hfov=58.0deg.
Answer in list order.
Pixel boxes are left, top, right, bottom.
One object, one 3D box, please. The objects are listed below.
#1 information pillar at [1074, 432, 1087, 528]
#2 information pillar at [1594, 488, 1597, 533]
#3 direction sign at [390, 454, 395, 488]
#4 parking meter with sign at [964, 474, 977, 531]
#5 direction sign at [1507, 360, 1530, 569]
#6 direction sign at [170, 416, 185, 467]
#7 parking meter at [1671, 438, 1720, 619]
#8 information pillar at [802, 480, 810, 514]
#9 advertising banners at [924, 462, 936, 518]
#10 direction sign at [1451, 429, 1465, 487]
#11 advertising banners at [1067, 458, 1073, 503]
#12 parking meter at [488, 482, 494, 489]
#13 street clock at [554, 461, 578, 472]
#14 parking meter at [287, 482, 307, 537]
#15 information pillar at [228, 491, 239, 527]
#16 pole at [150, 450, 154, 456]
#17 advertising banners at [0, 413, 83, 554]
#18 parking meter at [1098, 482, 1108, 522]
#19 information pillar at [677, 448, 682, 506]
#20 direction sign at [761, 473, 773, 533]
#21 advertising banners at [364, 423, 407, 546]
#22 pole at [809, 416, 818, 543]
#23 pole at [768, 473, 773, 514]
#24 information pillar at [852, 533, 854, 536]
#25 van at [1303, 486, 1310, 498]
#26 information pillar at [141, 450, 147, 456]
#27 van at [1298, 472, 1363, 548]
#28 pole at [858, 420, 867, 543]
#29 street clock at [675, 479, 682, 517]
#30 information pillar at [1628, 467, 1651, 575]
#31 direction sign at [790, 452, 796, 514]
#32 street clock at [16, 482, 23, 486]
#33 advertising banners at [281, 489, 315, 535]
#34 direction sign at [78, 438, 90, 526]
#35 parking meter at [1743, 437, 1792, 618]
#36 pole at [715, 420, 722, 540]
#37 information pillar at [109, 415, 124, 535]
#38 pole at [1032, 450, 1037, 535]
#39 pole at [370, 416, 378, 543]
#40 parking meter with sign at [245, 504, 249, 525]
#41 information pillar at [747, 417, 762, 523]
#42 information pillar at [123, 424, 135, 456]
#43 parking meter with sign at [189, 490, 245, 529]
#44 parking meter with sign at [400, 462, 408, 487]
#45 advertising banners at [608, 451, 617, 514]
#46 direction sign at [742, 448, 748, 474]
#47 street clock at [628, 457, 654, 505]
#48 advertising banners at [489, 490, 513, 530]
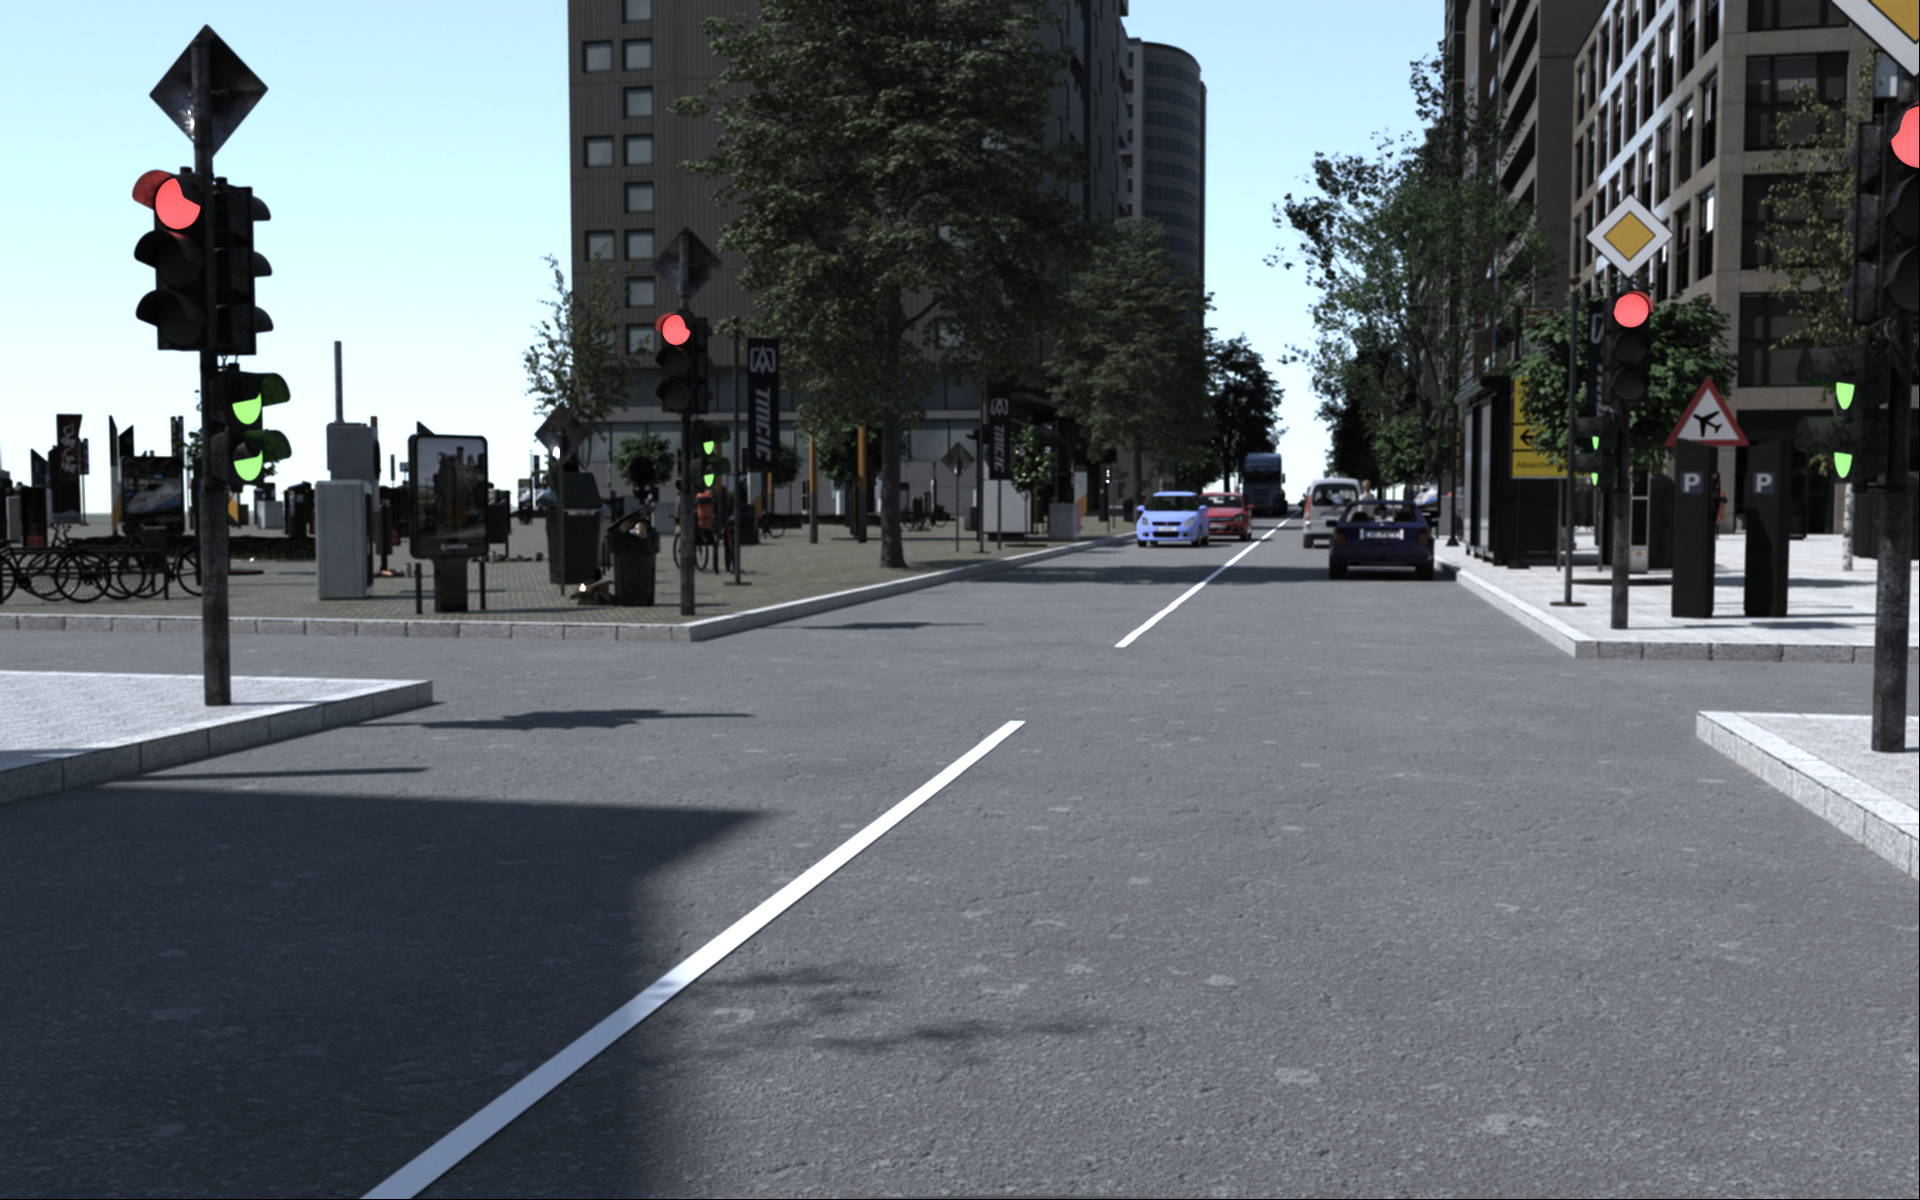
[{"bbox_3d":[4.493,-4.483,64.649,0.504,3.616,0.183,0,4,1],"label":"information pillar"},{"bbox_3d":[21.075,-3.207,56.919,0.304,2.012,0.304,-1,4,-11],"label":"information pillar"},{"bbox_3d":[-32.193,-6.505,98.353,0.379,3.537,0.876,-2,4,-31],"label":"direction sign"},{"bbox_3d":[0.914,-3.953,60.891,1.738,3.016,0.543,-3,5,-42],"label":"parking meter with sign"},{"bbox_3d":[9.594,-2.303,29.645,0.379,3.537,0.876,2,4,29],"label":"direction sign"},{"bbox_3d":[-22.684,-3.564,50.274,0.876,3.537,0.379,3,5,45],"label":"direction sign"},{"bbox_3d":[7.623,-0.748,17.936,0.399,1.863,0.255,3,5,42],"label":"parking meter"},{"bbox_3d":[-7.864,-5.137,88.474,0.304,2.012,0.304,2,4,34],"label":"information pillar"},{"bbox_3d":[-1.586,-5.977,93.908,0.090,3.025,2.074,1,4,17],"label":"advertising banners"},{"bbox_3d":[17.415,-4.159,59.995,0.876,3.537,0.379,3,5,40],"label":"direction sign"},{"bbox_3d":[5.429,-5.438,85.094,0.090,3.025,2.074,0,4,-2],"label":"advertising banners"},{"bbox_3d":[-22.692,-4.770,83.700,0.255,1.863,0.399,-3,5,-40],"label":"parking meter"},{"bbox_3d":[-8.736,-2.073,38.472,0.471,2.002,0.358,-2,4,-31],"label":"street clock"},{"bbox_3d":[-14.314,-1.774,37.413,0.372,1.533,0.369,0,3,0],"label":"parking meter"},{"bbox_3d":[-28.065,-4.619,66.879,0.504,3.616,0.183,1,4,22],"label":"information pillar"},{"bbox_3d":[-37.449,-5.292,80.363,0.158,3.312,0.155,0,3,0],"label":"pole"},{"bbox_3d":[-20.069,-2.523,37.438,2.074,3.025,0.090,-1,4,-20],"label":"advertising banners"},{"bbox_3d":[6.666,-4.580,80.595,0.399,1.863,0.255,3,5,40],"label":"parking meter"},{"bbox_3d":[-14.051,-5.887,87.612,0.504,3.616,0.183,1,4,9],"label":"information pillar"},{"bbox_3d":[-6.400,-3.991,57.255,0.876,3.537,0.379,0,4,0],"label":"direction sign"},{"bbox_3d":[-14.115,-2.859,42.927,2.074,3.025,0.090,-1,4,-21],"label":"advertising banners"},{"bbox_3d":[-3.812,-3.131,45.038,0.158,3.312,0.155,0,3,0],"label":"pole"},{"bbox_3d":[-8.752,-5.266,79.937,0.158,3.312,0.155,0,3,0],"label":"pole"},{"bbox_3d":[-3.222,-3.778,53.127,0.183,3.616,0.504,0,4,-3],"label":"information pillar"},{"bbox_3d":[28.466,-8.160,137.803,2.240,2.365,5.245,1,4,10],"label":"van"},{"bbox_3d":[-43.344,-6.158,92.038,0.504,3.616,0.183,2,4,29],"label":"information pillar"},{"bbox_3d":[10.187,-2.448,47.036,2.013,2.044,4.112,1,4,12],"label":"van"},{"bbox_3d":[-2.558,-3.151,45.363,0.158,3.312,0.155,0,3,0],"label":"pole"},{"bbox_3d":[-13.819,-4.958,85.633,0.471,2.002,0.358,2,4,33],"label":"street clock"},{"bbox_3d":[10.853,-1.420,27.717,0.304,2.012,0.304,1,4,12],"label":"information pillar"},{"bbox_3d":[-9.201,-6.239,94.006,0.876,3.537,0.379,3,5,44],"label":"direction sign"},{"bbox_3d":[-55.275,-5.949,101.834,0.471,2.002,0.358,3,5,44],"label":"street clock"},{"bbox_3d":[-20.532,-3.607,55.158,2.074,3.025,0.090,-2,4,-32],"label":"advertising banners"},{"bbox_3d":[-35.617,-4.792,70.347,0.876,3.537,0.379,2,4,33],"label":"direction sign"},{"bbox_3d":[8.415,-0.756,18.071,0.255,1.863,0.399,-3,5,-41],"label":"parking meter"},{"bbox_3d":[-6.674,-3.305,47.879,0.158,3.312,0.155,0,3,0],"label":"pole"},{"bbox_3d":[-25.160,-3.681,51.541,0.183,3.616,0.504,-1,4,-8],"label":"information pillar"},{"bbox_3d":[2.340,-3.690,54.172,0.158,3.312,0.155,0,3,0],"label":"pole"},{"bbox_3d":[-15.300,-3.148,45.312,0.158,3.312,0.155,0,3,0],"label":"pole"},{"bbox_3d":[-30.089,-4.576,71.083,0.543,3.016,1.738,2,4,31],"label":"parking meter with sign"},{"bbox_3d":[-6.266,-3.755,52.744,0.183,3.616,0.504,3,5,44],"label":"information pillar"},{"bbox_3d":[-27.771,-4.064,57.796,0.504,3.616,0.183,-1,4,-18],"label":"information pillar"},{"bbox_3d":[-27.170,-4.091,63.150,1.738,3.016,0.543,-1,4,-11],"label":"parking meter with sign"},{"bbox_3d":[-30.316,-6.043,95.060,0.543,3.016,1.738,-1,4,-10],"label":"parking meter with sign"},{"bbox_3d":[-14.367,-4.609,71.547,0.090,3.025,2.074,0,4,-3],"label":"advertising banners"},{"bbox_3d":[-10.424,-5.725,85.603,0.379,3.537,0.876,3,5,41],"label":"direction sign"},{"bbox_3d":[-6.244,-1.797,33.948,0.471,2.002,0.358,-1,4,-15],"label":"street clock"},{"bbox_3d":[-16.260,-3.832,58.844,2.074,3.025,0.090,0,4,-6],"label":"advertising banners"}]
